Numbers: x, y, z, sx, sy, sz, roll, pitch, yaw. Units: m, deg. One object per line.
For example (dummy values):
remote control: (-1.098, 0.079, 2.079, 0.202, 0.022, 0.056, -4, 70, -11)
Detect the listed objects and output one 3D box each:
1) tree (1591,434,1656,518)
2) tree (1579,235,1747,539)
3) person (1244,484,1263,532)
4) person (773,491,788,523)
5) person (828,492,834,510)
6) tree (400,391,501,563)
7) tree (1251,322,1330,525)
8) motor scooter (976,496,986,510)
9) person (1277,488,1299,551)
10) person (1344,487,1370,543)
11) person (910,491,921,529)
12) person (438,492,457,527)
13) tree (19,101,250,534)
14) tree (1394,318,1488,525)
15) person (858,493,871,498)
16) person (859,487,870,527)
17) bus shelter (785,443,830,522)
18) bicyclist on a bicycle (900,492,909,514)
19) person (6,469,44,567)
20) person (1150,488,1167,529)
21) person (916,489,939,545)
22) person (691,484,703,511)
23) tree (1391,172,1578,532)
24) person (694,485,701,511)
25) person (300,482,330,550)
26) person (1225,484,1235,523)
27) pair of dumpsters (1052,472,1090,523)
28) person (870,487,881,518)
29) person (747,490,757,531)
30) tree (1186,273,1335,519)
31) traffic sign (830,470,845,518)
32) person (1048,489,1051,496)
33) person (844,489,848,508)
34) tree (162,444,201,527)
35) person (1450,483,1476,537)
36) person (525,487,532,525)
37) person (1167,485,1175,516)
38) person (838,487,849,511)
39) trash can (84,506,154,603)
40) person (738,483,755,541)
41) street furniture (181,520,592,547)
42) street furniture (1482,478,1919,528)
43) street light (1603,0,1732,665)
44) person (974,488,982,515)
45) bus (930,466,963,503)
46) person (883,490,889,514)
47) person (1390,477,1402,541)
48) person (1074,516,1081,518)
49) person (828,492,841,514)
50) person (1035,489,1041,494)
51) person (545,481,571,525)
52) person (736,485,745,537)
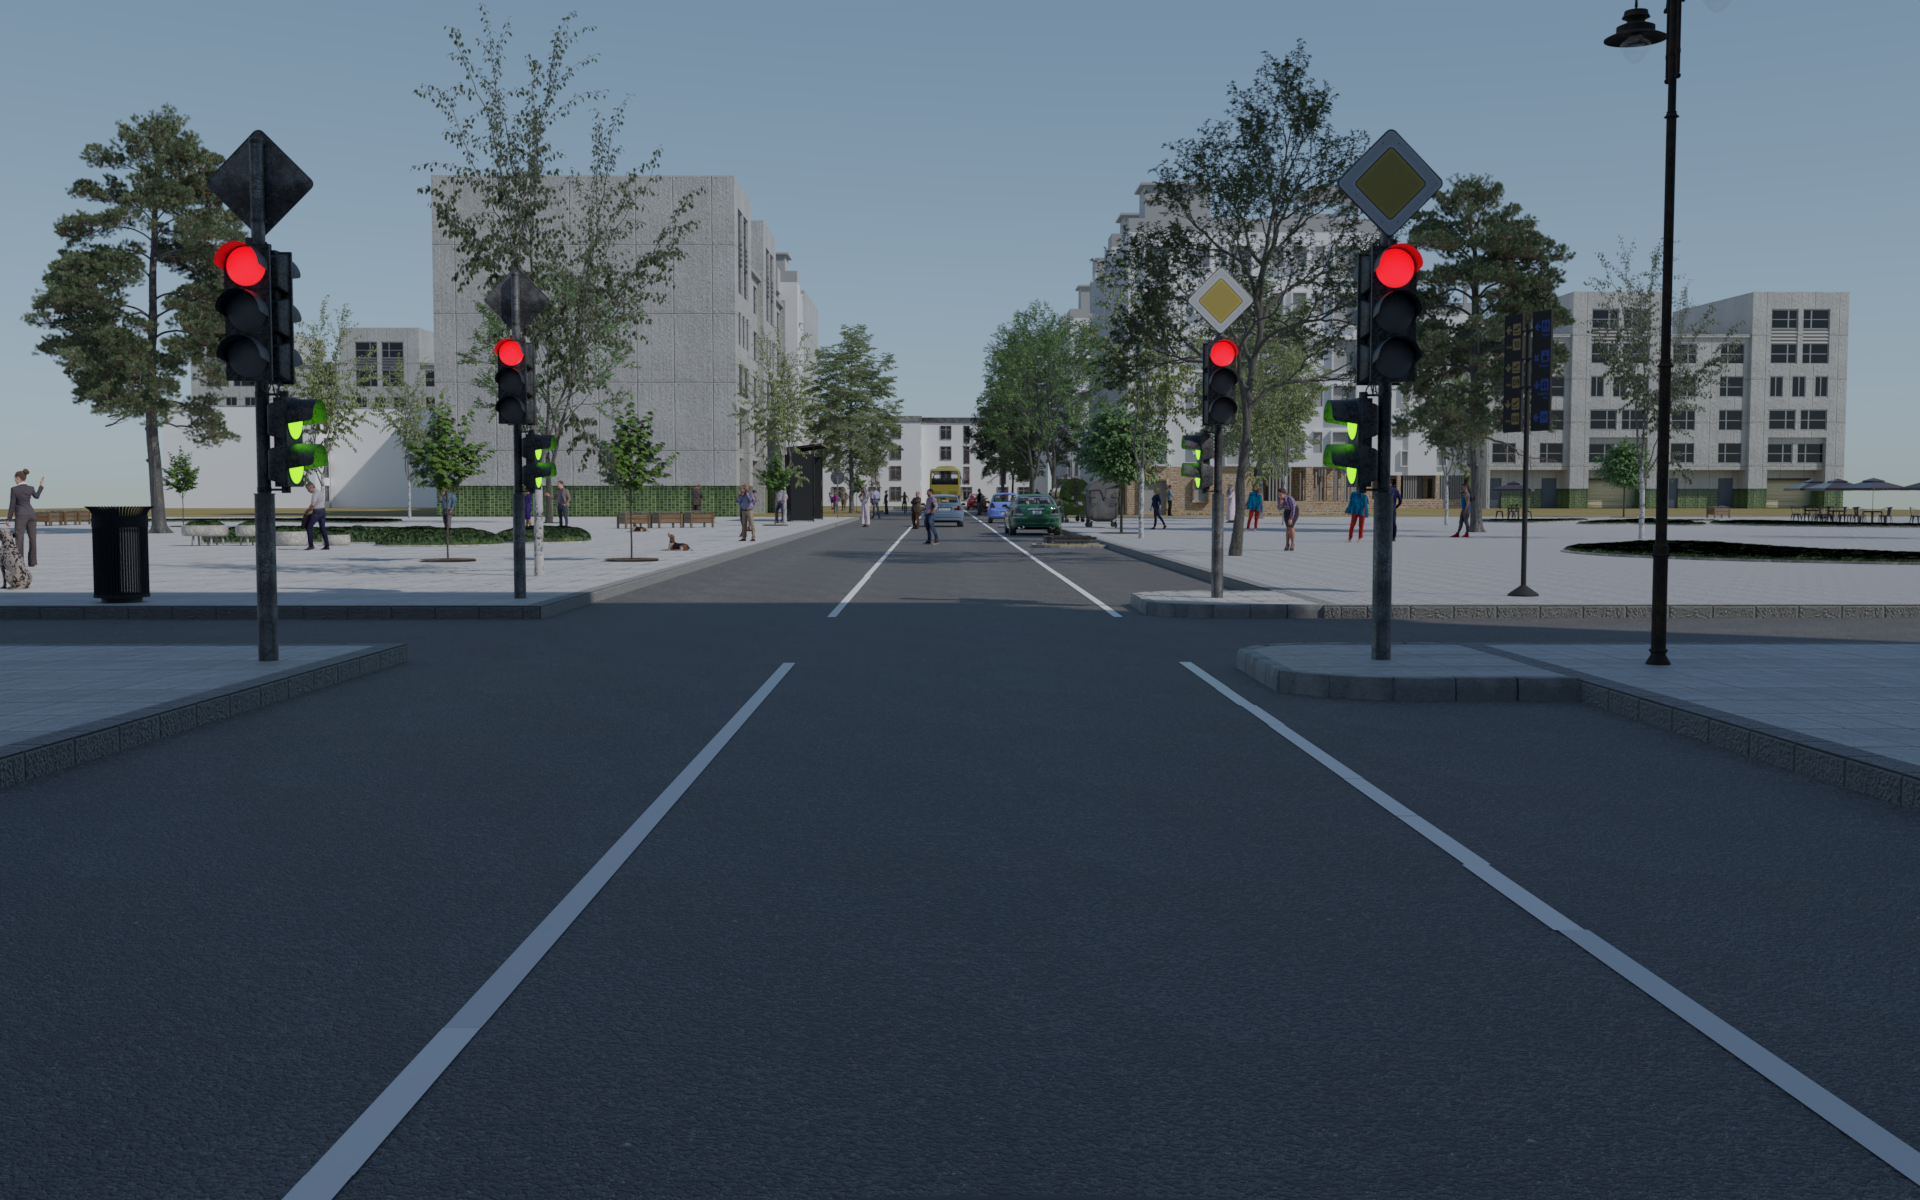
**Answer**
tree: (36.439, -6.791, 94.744, 4.285, 4.588, 4.351, 0, 3, 0)
tree: (19.593, -6.036, 49.047, 4.360, 8.622, 3.978, 0, 3, 0)
person: (9.984, -3.125, 58.847, 0.593, 1.614, 0.444, 2, 4, 33)
person: (-7.903, -4.223, 76.034, 0.436, 1.711, 0.756, -3, 4, -36)
person: (-10.573, -8.156, 142.622, 0.697, 1.427, 0.421, 3, 5, 44)
tree: (-9.865, -2.342, 32.886, 1.663, 3.219, 1.824, 0, 3, 0)
tree: (13.213, -7.410, 71.518, 4.737, 8.622, 4.395, 0, 3, 0)
motor scooter: (1.671, -7.699, 138.648, 0.815, 1.314, 1.986, 0, 4, -2)
person: (7.380, -1.820, 39.028, 0.421, 1.427, 0.697, 3, 5, 41)
person: (10.509, -2.327, 45.787, 0.444, 1.614, 0.593, -3, 5, -42)
person: (-1.793, -3.673, 70.826, 0.388, 1.546, 0.482, -3, 5, -43)
person: (-14.752, -2.545, 49.867, 0.499, 1.552, 0.429, 3, 5, 41)
tree: (-26.297, -9.112, 56.398, 7.806, 13.903, 7.818, 0, 3, 0)
tree: (19.885, -7.365, 70.784, 4.737, 8.622, 4.395, 0, 3, 0)
person: (-8.268, -8.776, 149.627, 1.348, 1.812, 0.705, -2, 4, -34)
person: (-4.134, -4.029, 75.048, 0.551, 1.740, 0.621, 1, 4, 21)
bus shelter: (-7.305, -5.633, 83.380, 1.731, 3.624, 6.357, 0, 4, -1)
bicyclist on a bicycle: (-4.070, -7.160, 127.092, 1.499, 1.676, 1.625, 0, 3, 0)
person: (-16.483, -1.451, 30.565, 0.445, 1.727, 0.742, 0, 4, -1)
person: (7.177, -3.314, 62.762, 0.613, 1.512, 0.480, -2, 4, -29)
person: (-0.863, -2.368, 49.174, 0.435, 1.587, 0.963, -2, 4, -34)
person: (-12.260, -4.530, 80.789, 0.565, 1.739, 0.600, -1, 4, -8)
tree: (17.260, -8.304, 57.822, 6.751, 12.117, 7.091, 0, 3, 0)
person: (-13.672, -5.063, 89.525, 0.576, 1.737, 0.504, 1, 4, 21)
person: (-14.757, -1.918, 39.610, 0.590, 1.554, 0.614, 0, 4, -5)
person: (12.029, -4.303, 77.072, 0.621, 1.740, 0.551, -1, 4, -15)
pair of dumpsters: (5.103, -4.653, 78.562, 1.574, 2.255, 4.436, 0, 4, -1)
person: (-5.005, -5.710, 101.721, 0.709, 1.838, 0.599, -2, 4, -28)
person: (-7.197, -3.063, 59.361, 0.421, 1.427, 0.697, -3, 5, -44)
tree: (15.512, -10.502, 89.840, 7.486, 12.596, 7.792, 0, 3, 0)
traffic sign: (-6.559, -5.664, 92.712, 0.768, 2.556, 0.104, 0, 4, 6)
person: (8.220, -9.232, 157.902, 0.530, 1.710, 0.541, 0, 4, -5)
person: (-10.320, -9.153, 156.244, 0.434, 1.755, 0.990, -1, 4, -10)
tree: (-30.460, -4.459, 67.514, 1.663, 3.219, 1.824, 0, 3, 0)
person: (14.884, -2.649, 51.216, 0.662, 1.594, 0.647, 0, 4, -5)
person: (-14.248, -2.947, 56.598, 0.546, 1.535, 0.453, -1, 4, -14)
person: (12.365, -5.856, 101.777, 0.705, 1.826, 1.348, -1, 4, -11)
person: (-8.866, -7.665, 131.370, 1.348, 1.824, 0.705, 3, 4, 38)
trash can: (-9.943, -0.542, 20.520, 0.748, 1.137, 0.748, 0, 3, 0)
person: (-5.769, -2.377, 46.977, 0.516, 1.574, 0.319, 3, 4, 37)
street furniture: (-14.887, -1.795, 44.976, 10.072, 0.657, 5.734, 0, 4, 0)
street furniture: (35.547, -4.046, 71.184, 14.083, 1.986, 27.439, -2, 4, -29)
street light: (5.258, -2.451, 12.867, 0.468, 5.910, 1.993, 0, 4, -1)
person: (1.262, -6.611, 116.600, 0.705, 1.822, 1.348, -1, 4, -20)
bus: (-1.212, -9.718, 150.430, 2.896, 3.916, 12.252, 0, 4, 1)
person: (-5.282, -6.914, 122.342, 0.445, 1.727, 0.742, -1, 4, -18)
person: (11.620, -2.458, 46.931, 0.576, 1.737, 0.504, -1, 4, -12)
person: (6.339, -5.339, 93.873, 0.617, 1.759, 0.750, 3, 5, 43)
person: (-8.098, -6.291, 112.121, 0.991, 1.433, 0.599, 2, 4, 27)
person: (7.368, -9.578, 163.089, 0.683, 1.767, 0.568, -1, 4, -14)
person: (-14.215, -3.343, 61.228, 0.617, 1.759, 0.750, 3, 5, 42)
person: (-6.463, -2.661, 51.770, 0.429, 1.552, 0.499, -1, 4, -22)
